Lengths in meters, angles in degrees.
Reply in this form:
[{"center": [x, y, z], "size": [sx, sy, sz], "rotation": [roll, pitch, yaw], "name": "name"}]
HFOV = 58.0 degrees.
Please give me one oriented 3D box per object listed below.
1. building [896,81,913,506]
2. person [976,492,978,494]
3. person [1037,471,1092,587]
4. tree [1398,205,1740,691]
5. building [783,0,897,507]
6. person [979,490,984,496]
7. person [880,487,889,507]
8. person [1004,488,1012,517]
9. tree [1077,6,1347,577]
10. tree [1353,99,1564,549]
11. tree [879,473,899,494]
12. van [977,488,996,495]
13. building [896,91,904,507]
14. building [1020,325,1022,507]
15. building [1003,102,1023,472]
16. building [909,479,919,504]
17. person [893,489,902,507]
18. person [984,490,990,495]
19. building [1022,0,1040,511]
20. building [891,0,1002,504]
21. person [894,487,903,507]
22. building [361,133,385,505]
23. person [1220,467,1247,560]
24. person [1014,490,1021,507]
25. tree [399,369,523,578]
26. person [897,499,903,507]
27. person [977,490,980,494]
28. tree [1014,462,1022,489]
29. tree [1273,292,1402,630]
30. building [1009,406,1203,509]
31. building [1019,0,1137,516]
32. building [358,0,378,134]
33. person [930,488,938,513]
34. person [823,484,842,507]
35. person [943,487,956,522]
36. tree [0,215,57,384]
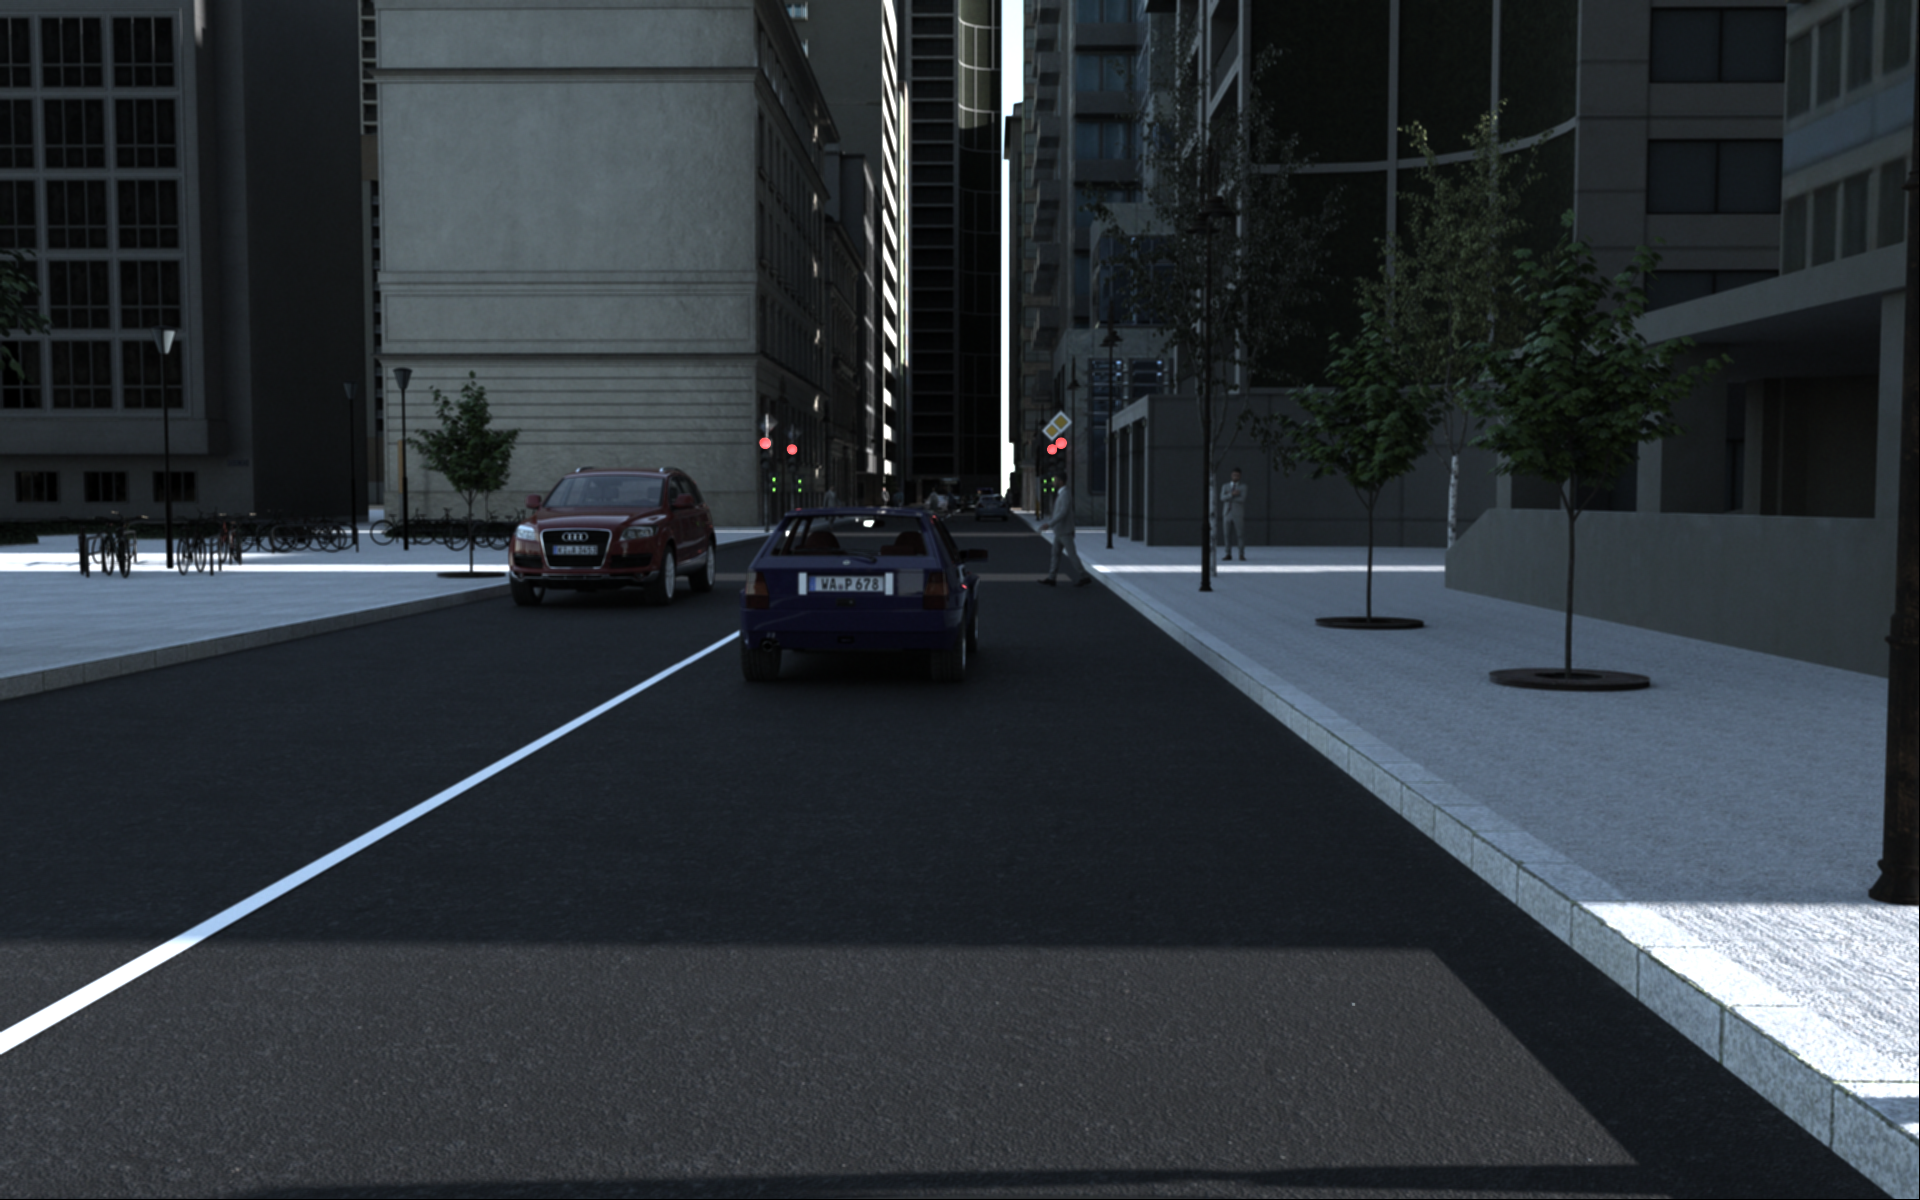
[{"center": [-12.361, -32.707, 184.871], "size": [14.600, 45.320, 14.200], "rotation": [0, 4, 1], "name": "building"}, {"center": [1.921, -10.761, 185.222], "size": [0.721, 1.735, 1.217], "rotation": [2, 4, 27], "name": "person"}, {"center": [1.621, -1.106, 26.864], "size": [0.850, 1.792, 0.678], "rotation": [0, 4, 3], "name": "person"}, {"center": [4.111, -1.052, 11.799], "size": [1.663, 3.219, 1.824], "rotation": [0, 3, 0], "name": "tree"}, {"center": [-16.772, -32.349, 152.608], "size": [21.300, 48.544, 21.600], "rotation": [0, 4, 1], "name": "building"}, {"center": [1.734, -8.306, 144.847], "size": [0.990, 1.755, 0.434], "rotation": [0, 4, 4], "name": "person"}, {"center": [-5.588, -7.373, 126.992], "size": [0.661, 1.777, 0.834], "rotation": [1, 4, 18], "name": "person"}, {"center": [2.923, -6.004, 106.846], "size": [0.709, 1.800, 0.728], "rotation": [-1, 4, -18], "name": "person"}, {"center": [3.877, -4.654, 26.456], "size": [4.360, 8.622, 3.978], "rotation": [0, 3, 0], "name": "tree"}, {"center": [9.491, -5.069, 33.240], "size": [4.737, 8.622, 4.395], "rotation": [0, 3, 0], "name": "tree"}, {"center": [-5.750, -8.973, 141.314], "size": [1.663, 3.219, 1.824], "rotation": [0, 3, 0], "name": "tree"}, {"center": [2.777, -11.393, 190.656], "size": [2.240, 2.365, 5.245], "rotation": [0, 4, 3], "name": "van"}, {"center": [-12.914, -29.804, 170.886], "size": [14.154, 41.232, 14.086], "rotation": [0, 4, 1], "name": "building"}, {"center": [19.948, -19.730, 167.626], "size": [27.650, 21.520, 28.899], "rotation": [0, 4, 1], "name": "building"}, {"center": [19.771, -39.688, 238.130], "size": [27.495, 52.752, 28.713], "rotation": [0, 4, 1], "name": "building"}, {"center": [-19.712, -33.682, 205.322], "size": [28.867, 44.769, 22.147], "rotation": [0, 4, 1], "name": "building"}, {"center": [-3.677, -5.646, 101.652], "size": [0.563, 1.720, 0.643], "rotation": [0, 4, -3], "name": "person"}, {"center": [2.527, -9.423, 162.524], "size": [1.348, 1.831, 0.705], "rotation": [1, 4, 19], "name": "person"}, {"center": [11.798, -27.530, 133.716], "size": [14.154, 41.232, 14.086], "rotation": [0, 4, 1], "name": "building"}, {"center": [-4.620, -48.669, 233.985], "size": [20.611, 71.187, 20.563], "rotation": [0, 4, 1], "name": "building"}, {"center": [-3.468, -5.633, 100.463], "size": [0.748, 1.841, 0.638], "rotation": [-2, 4, -32], "name": "person"}, {"center": [-71.636, -34.313, 211.136], "size": [14.200, 45.320, 14.600], "rotation": [0, 4, 1], "name": "building"}, {"center": [5.289, -1.667, 33.475], "size": [0.511, 1.800, 0.466], "rotation": [1, 4, 8], "name": "person"}, {"center": [5.582, -9.904, 168.778], "size": [0.742, 1.727, 0.445], "rotation": [-3, 5, -44], "name": "person"}, {"center": [-7.493, -1.970, 26.812], "size": [1.663, 3.219, 1.824], "rotation": [0, 3, 0], "name": "tree"}, {"center": [-2.729, -4.108, 80.677], "size": [0.382, 1.210, 0.505], "rotation": [-1, 4, -19], "name": "person"}, {"center": [1.577, -8.533, 148.017], "size": [0.705, 1.823, 1.348], "rotation": [-3, 4, -38], "name": "person"}, {"center": [6.009, -9.878, 145.212], "size": [4.285, 4.588, 4.351], "rotation": [0, 3, 0], "name": "tree"}, {"center": [3.858, -1.360, 16.833], "size": [1.663, 3.219, 1.824], "rotation": [0, 3, 0], "name": "tree"}, {"center": [15.840, -46.039, 190.983], "size": [20.563, 71.187, 20.611], "rotation": [0, 4, 1], "name": "building"}, {"center": [15.603, -29.577, 103.199], "size": [23.786, 49.044, 30.456], "rotation": [0, 4, 1], "name": "building"}, {"center": [-68.390, -48.734, 235.045], "size": [20.611, 71.187, 20.563], "rotation": [0, 4, 1], "name": "building"}, {"center": [-1.534, -5.650, 101.107], "size": [0.478, 1.798, 0.641], "rotation": [1, 4, 12], "name": "person"}, {"center": [-5.035, -3.645, 68.215], "size": [0.709, 1.813, 0.853], "rotation": [-3, 5, -44], "name": "person"}, {"center": [-0.532, -4.932, 89.156], "size": [0.654, 1.822, 0.581], "rotation": [2, 4, 31], "name": "person"}, {"center": [-8.613, -1.784, 12.883], "size": [4.285, 4.588, 4.351], "rotation": [0, 3, 0], "name": "tree"}]
